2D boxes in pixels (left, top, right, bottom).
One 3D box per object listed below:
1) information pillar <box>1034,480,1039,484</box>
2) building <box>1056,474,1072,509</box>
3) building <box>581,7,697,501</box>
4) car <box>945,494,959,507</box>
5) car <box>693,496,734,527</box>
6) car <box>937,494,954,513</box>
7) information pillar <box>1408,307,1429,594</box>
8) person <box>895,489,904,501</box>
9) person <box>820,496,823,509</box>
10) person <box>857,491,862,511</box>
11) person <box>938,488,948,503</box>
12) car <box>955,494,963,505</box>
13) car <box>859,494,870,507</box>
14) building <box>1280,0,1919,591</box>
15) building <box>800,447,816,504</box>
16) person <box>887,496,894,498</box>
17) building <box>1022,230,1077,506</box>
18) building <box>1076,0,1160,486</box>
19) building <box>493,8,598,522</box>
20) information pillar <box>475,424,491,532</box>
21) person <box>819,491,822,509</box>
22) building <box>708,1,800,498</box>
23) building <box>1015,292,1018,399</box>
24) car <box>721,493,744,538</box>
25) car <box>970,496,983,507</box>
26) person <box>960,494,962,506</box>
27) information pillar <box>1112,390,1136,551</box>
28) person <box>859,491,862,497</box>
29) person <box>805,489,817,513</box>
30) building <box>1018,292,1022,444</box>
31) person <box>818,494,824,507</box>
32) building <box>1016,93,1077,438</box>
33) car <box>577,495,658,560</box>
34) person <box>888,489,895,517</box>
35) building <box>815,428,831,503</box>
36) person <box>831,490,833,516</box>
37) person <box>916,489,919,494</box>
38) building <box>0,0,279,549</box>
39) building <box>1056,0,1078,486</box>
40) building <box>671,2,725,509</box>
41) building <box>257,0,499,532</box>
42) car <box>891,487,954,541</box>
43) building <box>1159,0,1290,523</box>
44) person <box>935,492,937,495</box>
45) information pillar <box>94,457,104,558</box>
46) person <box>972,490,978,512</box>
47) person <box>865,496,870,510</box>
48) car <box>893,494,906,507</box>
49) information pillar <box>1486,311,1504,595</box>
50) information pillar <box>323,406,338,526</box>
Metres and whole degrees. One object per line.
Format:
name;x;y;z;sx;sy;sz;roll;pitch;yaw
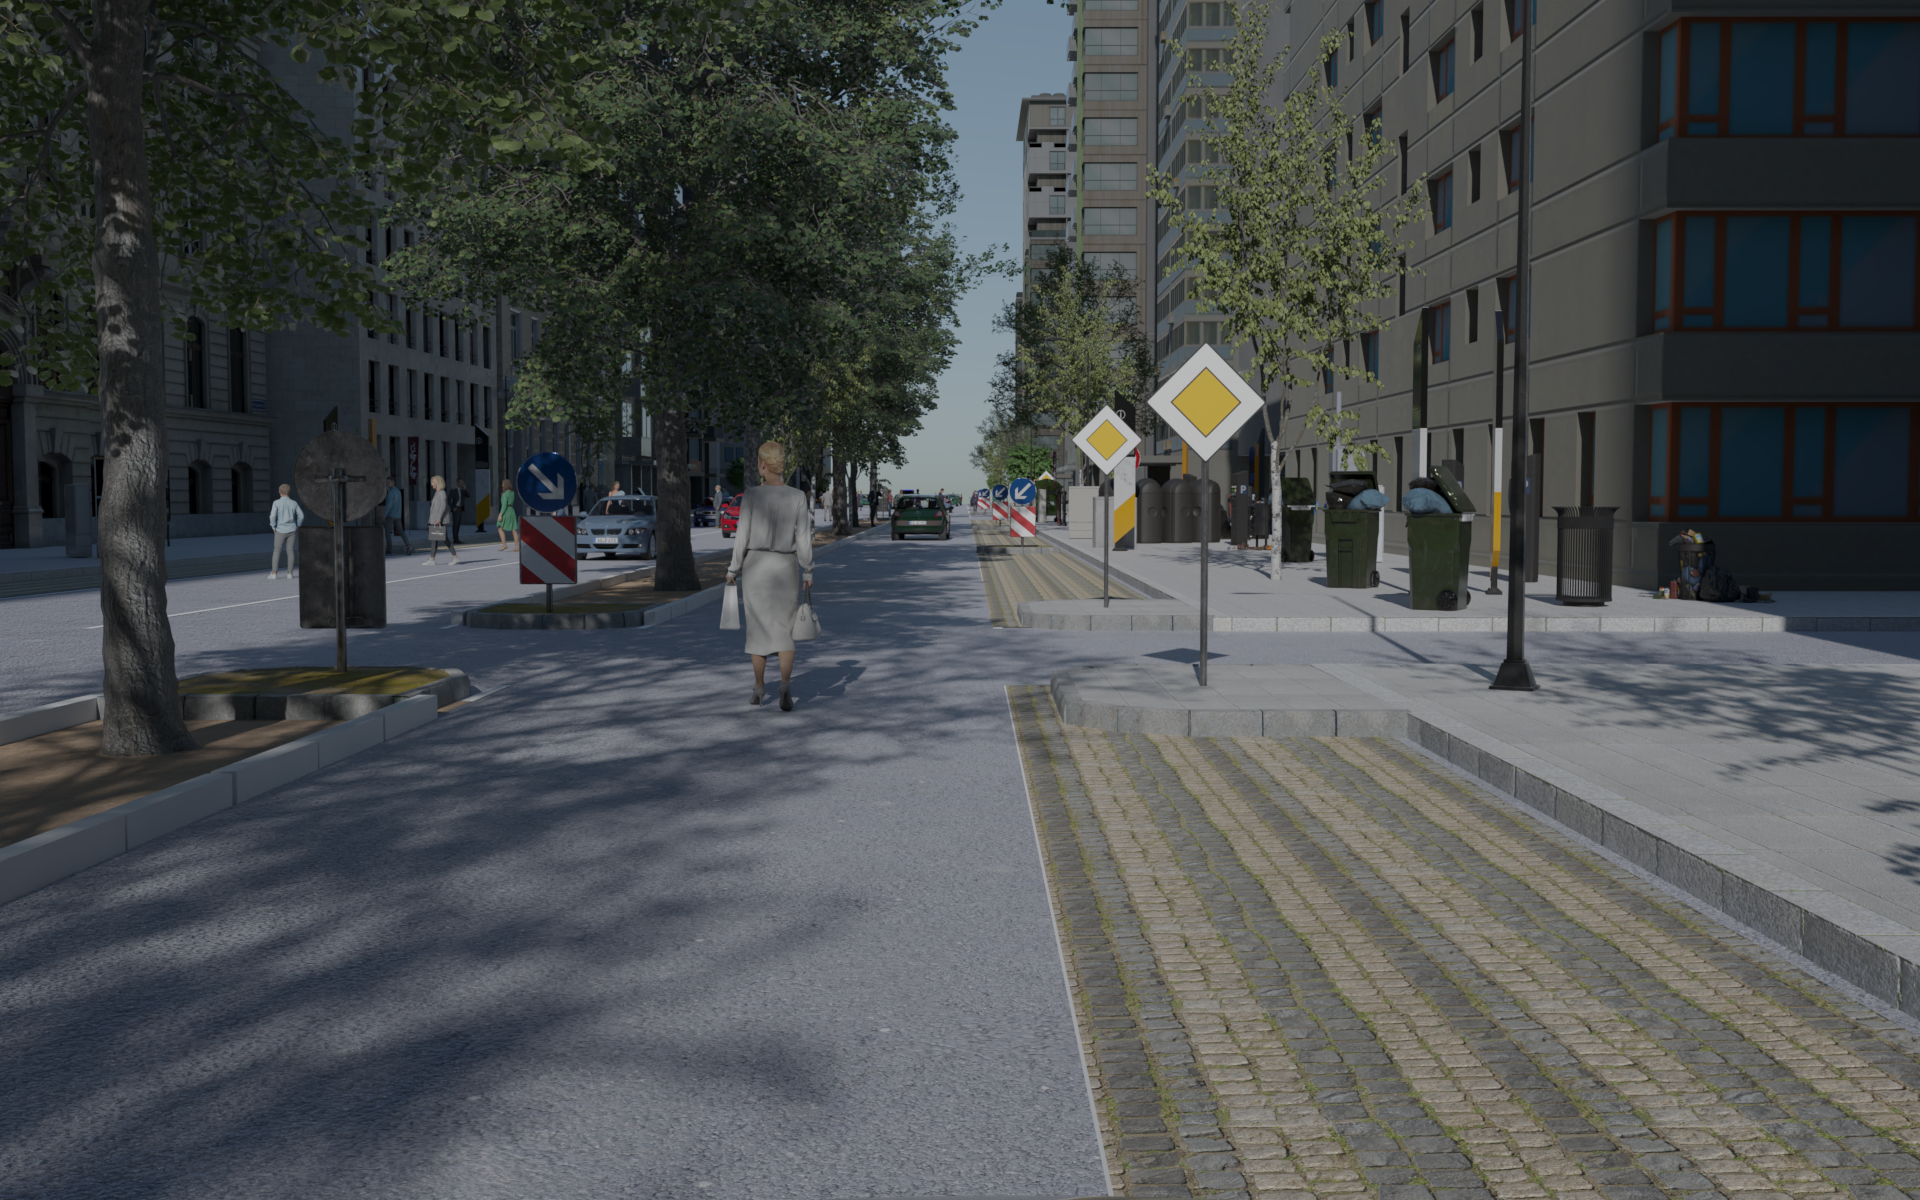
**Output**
information pillar;3.925;-5.097;87.836;0.304;2.012;0.304;1;4;18
building;23.814;-28.346;155.344;32.217;40.220;23.993;0;4;0
building;-30.078;-29.994;110.003;23.786;49.044;30.456;0;4;0
car;-1.112;-11.487;199.612;2.131;1.459;4.920;0;4;-2
car;-10.784;-3.941;77.021;1.945;1.354;3.894;0;4;0
car;-1.463;-7.379;132.649;2.014;1.417;4.499;0;4;1
information pillar;5.838;-1.875;22.009;0.183;3.616;0.504;0;4;2
person;-3.772;-6.351;113.124;1.217;1.735;0.721;-3;5;-40
person;-13.211;-9.500;167.019;0.628;1.438;0.799;0;4;4
person;-8.785;-8.583;149.758;0.530;1.710;0.541;-1;4;-17
person;-0.965;-5.515;99.122;0.568;1.767;0.683;0;4;1
car;-0.693;-12.631;218.316;2.131;1.459;4.920;0;4;-1
car;-10.009;-10.775;187.967;2.131;1.459;4.920;0;4;1
building;23.689;-11.677;35.958;28.899;21.520;27.650;0;4;0
building;-25.731;-27.208;216.544;14.160;30.474;14.107;0;4;0
person;-9.120;-13.039;221.326;1.348;1.869;0.705;-1;4;-12
building;14.504;-25.648;191.045;14.160;30.474;14.107;0;4;0
building;14.029;-25.797;105.368;14.154;41.232;14.086;0;4;0
building;-25.953;-18.252;84.331;13.634;28.700;20.117;0;4;0
information pillar;-15.939;-4.064;57.796;0.504;3.616;0.183;0;4;8
person;-13.451;-9.760;168.527;0.568;1.767;0.683;0;4;2
building;-29.971;-39.900;194.362;21.231;58.520;28.212;0;4;0
building;14.814;-29.076;247.088;14.160;30.474;14.107;0;4;0
car;-6.802;-2.979;57.746;2.155;1.783;4.494;0;4;2
car;2.044;-11.440;196.829;2.009;1.686;4.222;0;4;2
person;0.145;-12.443;215.195;0.557;1.426;1.065;0;4;3
information pillar;3.680;-2.905;38.856;0.504;3.616;0.183;0;4;3
person;-10.947;-11.207;191.815;1.350;1.814;0.705;1;4;13
person;-11.706;-7.703;134.472;1.348;1.821;0.705;2;4;27
building;14.485;-26.509;205.127;14.160;30.474;14.107;0;4;0
person;-12.259;-8.771;155.168;1.065;1.426;0.557;-1;4;-23
building;21.992;-38.917;225.532;28.713;52.752;27.495;0;4;0
car;-7.454;-1.652;39.020;2.014;1.417;4.499;0;4;2
person;-4.299;-6.072;108.489;0.721;1.743;1.217;-1;4;-17
building;-25.715;-36.348;244.392;14.600;45.320;14.200;0;4;0
person;-8.163;-6.195;110.619;1.217;1.723;0.721;3;5;42
person;-2.333;-5.362;96.988;1.217;1.723;0.721;1;4;15
building;-27.647;-13.447;38.935;14.460;24.649;34.723;0;4;0
building;19.368;-31.054;127.344;23.786;49.044;30.456;0;4;0
building;-31.192;-29.671;139.743;22.147;44.769;28.867;0;4;0
building;-25.002;-12.881;65.362;10.420;20.320;16.860;0;4;0
car;-1.217;-2.741;54.598;2.009;1.686;4.222;0;4;2
building;22.377;-23.872;82.184;32.217;40.220;23.993;0;4;0
person;-3.471;-14.888;252.652;0.721;1.736;1.217;0;4;4
information pillar;-17.128;-1.851;34.760;0.304;2.012;0.304;0;4;5
person;1.137;-7.312;128.970;0.541;1.710;0.530;-1;4;-21
person;-7.551;-8.495;148.076;1.217;1.739;0.721;1;4;17
car;-6.684;-11.351;195.380;2.009;1.686;4.222;0;4;-1
information pillar;6.820;-1.874;21.992;0.183;3.616;0.504;1;4;13
information pillar;-16.644;-3.337;45.916;0.183;3.616;0.504;1;4;20
